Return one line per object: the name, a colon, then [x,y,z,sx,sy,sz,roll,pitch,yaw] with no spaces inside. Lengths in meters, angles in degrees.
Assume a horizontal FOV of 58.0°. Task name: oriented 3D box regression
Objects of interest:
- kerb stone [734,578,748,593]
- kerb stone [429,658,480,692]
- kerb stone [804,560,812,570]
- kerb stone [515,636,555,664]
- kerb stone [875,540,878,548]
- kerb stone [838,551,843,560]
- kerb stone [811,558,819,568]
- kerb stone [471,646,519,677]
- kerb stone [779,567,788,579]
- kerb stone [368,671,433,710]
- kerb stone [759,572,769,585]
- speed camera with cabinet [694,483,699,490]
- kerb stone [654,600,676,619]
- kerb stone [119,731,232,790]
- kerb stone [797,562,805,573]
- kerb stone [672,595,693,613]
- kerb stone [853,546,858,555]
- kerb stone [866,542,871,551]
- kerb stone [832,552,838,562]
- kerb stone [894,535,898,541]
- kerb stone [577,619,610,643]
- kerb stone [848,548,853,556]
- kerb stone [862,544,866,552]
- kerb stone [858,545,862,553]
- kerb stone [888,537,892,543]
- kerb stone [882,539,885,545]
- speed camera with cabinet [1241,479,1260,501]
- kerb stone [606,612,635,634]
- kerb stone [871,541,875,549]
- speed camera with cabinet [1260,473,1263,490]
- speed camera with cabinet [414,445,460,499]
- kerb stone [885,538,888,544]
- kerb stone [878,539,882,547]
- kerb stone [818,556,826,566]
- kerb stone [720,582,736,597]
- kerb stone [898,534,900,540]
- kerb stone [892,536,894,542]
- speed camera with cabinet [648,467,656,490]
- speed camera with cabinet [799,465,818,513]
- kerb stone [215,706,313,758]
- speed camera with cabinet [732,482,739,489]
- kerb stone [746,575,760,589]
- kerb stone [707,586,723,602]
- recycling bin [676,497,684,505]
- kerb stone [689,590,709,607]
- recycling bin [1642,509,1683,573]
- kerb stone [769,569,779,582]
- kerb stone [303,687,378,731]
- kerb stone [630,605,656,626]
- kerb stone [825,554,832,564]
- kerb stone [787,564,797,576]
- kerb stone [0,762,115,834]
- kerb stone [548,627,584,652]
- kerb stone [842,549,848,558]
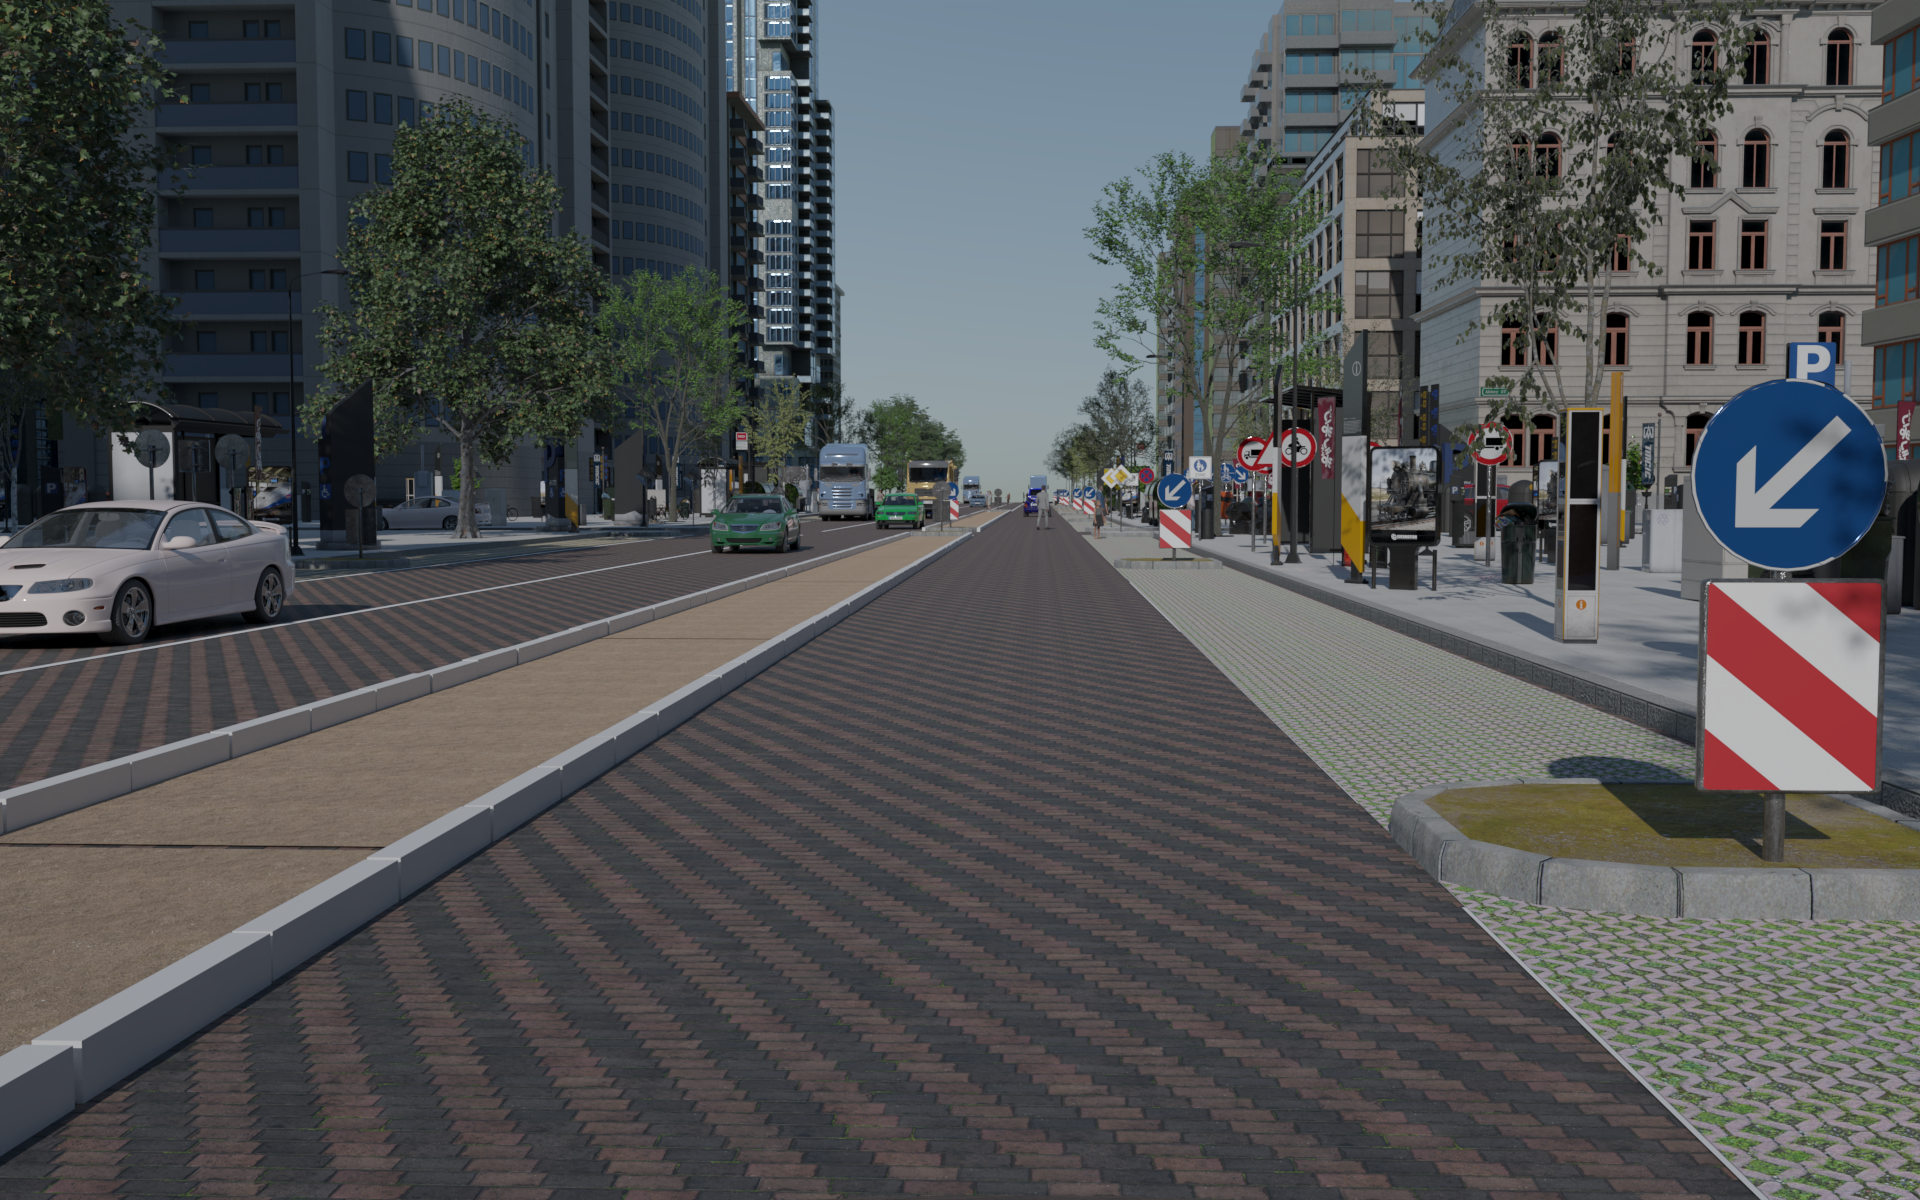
kerb stone: [-3.262,-0.182,25.170,0.120,0.150,1.000,0,4,3]
kerb stone: [-3.815,0.577,12.906,0.120,0.150,1.000,0,4,3]
kerb stone: [-2.931,-0.620,32.348,0.120,0.150,1.000,0,4,3]
kerb stone: [-3.719,0.449,14.948,0.120,0.150,1.000,0,4,3]
kerb stone: [-2.324,-1.434,45.635,0.120,0.150,1.000,0,4,3]
kerb stone: [-2.701,-0.933,37.458,0.120,0.150,1.000,0,4,3]
kerb stone: [-2.889,-0.683,33.369,0.120,0.150,1.000,0,4,3]
kerb stone: [-3.774,0.508,13.927,0.120,0.150,1.000,0,4,3]
kerb stone: [-3.079,-0.430,29.271,0.120,0.150,1.000,0,4,3]
kerb stone: [-3.870,0.631,11.883,0.120,0.150,1.000,0,4,3]
kerb stone: [-3.173,-0.305,27.220,0.120,0.150,1.000,0,4,3]
speed camera with cabinet: [-20.505,-8.940,140.500,2.038,3.252,0.660,-2,4,-27]
kerb stone: [-3.488,0.131,20.059,0.120,0.150,1.000,0,4,3]
kerb stone: [-4.012,0.822,8.815,0.120,0.150,1.000,0,4,3]
kerb stone: [-2.981,-0.558,31.325,0.120,0.150,1.000,0,4,3]
kerb stone: [-3.443,0.068,21.080,0.120,0.150,1.000,0,4,3]
kerb stone: [-2.560,-1.118,40.527,0.120,0.150,1.000,0,4,3]
kerb stone: [-2.419,-1.309,43.593,0.120,0.150,1.000,0,4,3]
kerb stone: [-2.744,-0.871,36.436,0.120,0.150,1.000,0,4,3]
kerb stone: [-2.043,-1.810,51.790,0.120,0.150,1.000,0,4,3]
kerb stone: [-3.641,0.318,16.991,0.120,0.150,1.000,0,4,3]
kerb stone: [-2.610,-1.058,39.500,0.120,0.150,1.000,0,4,3]
kerb stone: [-2.471,-1.246,42.572,0.120,0.150,1.000,0,4,3]
kerb stone: [-2.521,-1.184,41.549,0.120,0.150,1.000,0,4,3]
kerb stone: [-2.140,-1.681,49.748,0.120,0.150,1.000,0,4,3]
kerb stone: [-2.234,-1.559,47.692,0.120,0.150,1.000,0,4,3]
speed camera with cabinet: [17.179,-6.720,104.206,0.660,3.252,2.038,-1,4,-13]
kerb stone: [-3.584,0.256,18.013,0.120,0.150,1.000,0,4,3]
kerb stone: [-2.366,-1.368,44.614,0.120,0.150,1.000,0,4,3]
speed camera with cabinet: [20.534,-7.732,120.754,0.660,3.252,2.038,-1,4,-10]
speed camera with cabinet: [-21.005,-4.635,70.123,2.038,3.252,0.660,-1,4,-10]
kerb stone: [-2.188,-1.622,48.713,0.120,0.150,1.000,0,4,3]
kerb stone: [-2.281,-1.497,46.667,0.120,0.150,1.000,0,4,3]
kerb stone: [-2.838,-0.746,34.390,0.120,0.150,1.000,0,4,3]
kerb stone: [-3.307,-0.119,24.146,0.120,0.150,1.000,0,4,3]
kerb stone: [-1.995,-1.863,52.819,0.120,0.150,1.000,0,4,3]
kerb stone: [-2.098,-1.748,50.769,0.120,0.150,1.000,0,4,3]
speed camera with cabinet: [-23.096,-8.149,127.574,0.660,3.252,2.038,3,5,44]
speed camera with cabinet: [-10.237,-7.499,116.942,0.660,3.252,2.038,1,4,16]
kerb stone: [-3.960,0.756,9.838,0.120,0.150,1.000,0,4,3]
speed camera with cabinet: [-16.997,-8.312,130.240,0.660,3.252,2.038,1,4,9]
kerb stone: [-3.210,-0.244,26.198,0.120,0.150,1.000,0,4,3]
kerb stone: [-3.346,-0.057,23.122,0.120,0.150,1.000,0,4,3]
recycling bin: [-21.265,-7.242,130.964,0.722,1.027,0.722,-3,5,-42]
kerb stone: [-3.396,0.006,22.101,0.120,0.150,1.000,0,4,3]
recycling bin: [11.608,-0.966,28.342,0.722,1.027,0.722,1,4,10]
kerb stone: [-3.121,-0.370,28.250,0.120,0.150,1.000,0,4,3]
kerb stone: [-3.914,0.694,10.859,0.120,0.150,1.000,0,4,3]
kerb stone: [-3.542,0.193,19.036,0.120,0.150,1.000,0,4,3]
kerb stone: [-2.795,-0.807,35.412,0.120,0.150,1.000,0,4,3]
kerb stone: [-3.020,-0.496,30.304,0.120,0.150,1.000,0,4,3]
kerb stone: [-4.052,0.881,7.793,0.120,0.150,1.000,0,4,3]
kerb stone: [-3.681,0.386,15.970,0.120,0.150,1.000,0,4,3]
kerb stone: [-2.650,-0.996,38.479,0.120,0.150,1.000,0,4,3]
